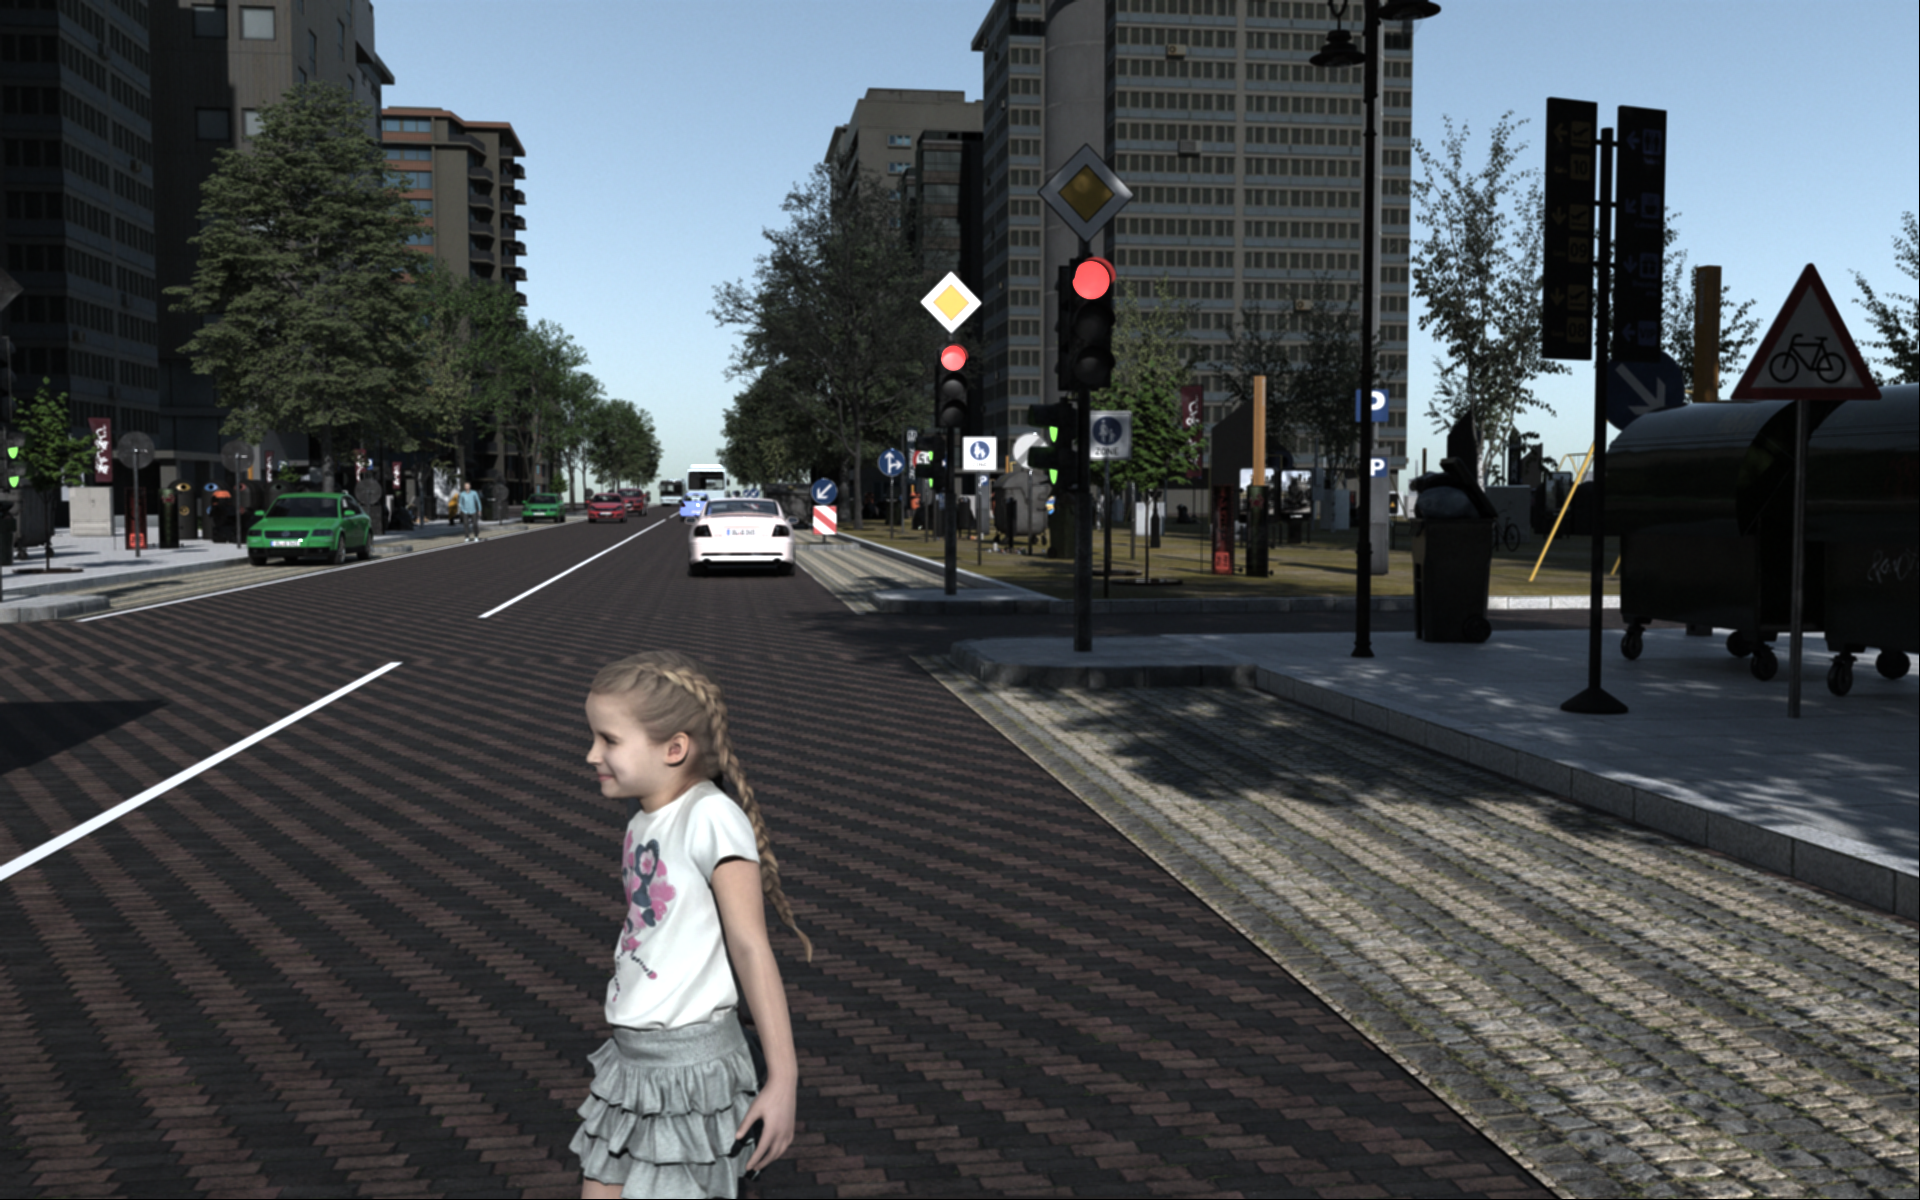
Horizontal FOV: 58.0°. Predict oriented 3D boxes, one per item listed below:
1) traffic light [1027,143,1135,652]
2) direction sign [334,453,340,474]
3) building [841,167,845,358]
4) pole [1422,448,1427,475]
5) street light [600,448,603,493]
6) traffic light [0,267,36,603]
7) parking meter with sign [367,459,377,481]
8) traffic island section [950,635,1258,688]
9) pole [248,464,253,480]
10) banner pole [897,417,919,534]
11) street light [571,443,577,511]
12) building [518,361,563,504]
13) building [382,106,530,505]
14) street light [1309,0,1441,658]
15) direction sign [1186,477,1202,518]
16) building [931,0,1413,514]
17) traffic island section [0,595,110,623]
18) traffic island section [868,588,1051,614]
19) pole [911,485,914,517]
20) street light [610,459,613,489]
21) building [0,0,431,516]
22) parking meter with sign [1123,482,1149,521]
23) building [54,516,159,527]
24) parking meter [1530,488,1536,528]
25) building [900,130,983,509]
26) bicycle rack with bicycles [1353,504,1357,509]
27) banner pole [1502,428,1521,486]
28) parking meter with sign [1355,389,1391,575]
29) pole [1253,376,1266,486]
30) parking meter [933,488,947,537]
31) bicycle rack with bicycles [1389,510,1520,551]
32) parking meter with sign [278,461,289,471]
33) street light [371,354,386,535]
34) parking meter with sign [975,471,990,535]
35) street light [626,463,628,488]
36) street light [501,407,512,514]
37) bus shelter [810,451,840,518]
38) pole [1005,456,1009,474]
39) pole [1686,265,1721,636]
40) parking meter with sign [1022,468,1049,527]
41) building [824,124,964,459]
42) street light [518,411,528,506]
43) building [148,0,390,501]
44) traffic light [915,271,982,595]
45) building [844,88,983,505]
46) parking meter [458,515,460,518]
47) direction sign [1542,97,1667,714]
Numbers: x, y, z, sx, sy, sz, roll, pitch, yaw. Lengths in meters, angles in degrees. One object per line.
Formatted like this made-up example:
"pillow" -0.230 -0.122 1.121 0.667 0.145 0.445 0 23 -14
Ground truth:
"traffic light" 0.988 -1.538 14.061 0.839 4.253 0.868 0 4 -8
"direction sign" -32.166 -5.961 89.456 0.379 3.537 0.876 0 4 -3
"building" -7.771 -34.997 222.316 14.600 45.320 14.200 0 4 -8
"pole" 20.676 -5.096 77.159 0.158 3.312 0.155 0 3 0
"street light" -34.042 -11.733 164.620 0.468 5.910 1.993 0 4 -8
"traffic light" -11.384 -1.923 20.356 0.839 4.253 0.868 0 4 -8
"parking meter with sign" -28.703 -5.390 84.389 0.543 3.016 1.738 -2 4 -29
"traffic island section" 1.029 0.495 14.181 2.009 0.180 2.903 0 4 -8
"pole" -32.329 -5.206 78.958 0.158 3.312 0.155 0 3 0
"banner pole" -1.681 -4.059 56.383 0.863 3.779 0.401 -3 5 -39
"street light" -29.191 -9.668 130.856 0.468 5.910 1.993 0 4 -8
"building" -67.665 -23.399 227.608 27.650 21.520 28.899 0 4 -8
"building" -61.666 -33.273 198.630 22.147 44.769 28.867 0 4 -8
"street light" 3.179 -2.490 13.496 0.468 5.910 1.993 0 4 -8
"direction sign" 12.825 -6.289 94.827 0.876 3.537 0.379 1 4 14
"building" 14.692 -26.385 123.271 32.217 40.220 23.993 0 4 -8
"traffic island section" -11.425 0.110 20.485 2.009 0.180 2.903 0 4 -8
"traffic island section" -0.097 0.012 22.087 2.009 0.180 2.903 0 4 -8
"pole" -2.664 -6.313 97.066 0.158 3.312 0.155 0 3 0
"street light" -36.017 -12.595 178.719 0.468 5.910 1.993 0 4 -8
"building" -57.267 -26.843 130.761 32.217 40.220 23.993 0 4 -8
"parking meter with sign" 8.224 -5.273 82.476 1.738 3.016 0.543 -1 4 -23
"building" -47.800 -23.162 70.578 32.217 40.220 23.993 0 4 -8
"parking meter" 21.793 -3.499 65.624 0.372 1.533 0.369 0 3 0
"building" 3.110 -22.622 141.565 14.160 30.474 14.107 0 4 -8
"bicycle rack with bicycles" 16.837 -3.591 72.088 2.925 0.926 2.852 0 4 1
"banner pole" 20.734 -4.606 65.326 0.863 3.779 0.401 1 4 14
"parking meter with sign" 6.703 -1.944 28.046 0.543 3.016 1.738 1 4 10
"pole" 5.172 -2.209 29.962 0.158 3.312 0.155 0 3 0
"parking meter" -0.625 -2.627 51.366 0.372 1.533 0.369 0 3 0
"bicycle rack with bicycles" 11.188 -1.612 39.741 2.852 0.926 2.925 0 4 -5
"parking meter with sign" -35.594 -5.855 91.989 0.543 3.016 1.738 0 4 -1
"street light" -18.283 -5.008 54.673 0.468 5.910 1.993 0 4 -8
"parking meter with sign" 0.685 -3.569 54.621 0.543 3.016 1.738 0 4 -3
"street light" -40.963 -14.703 213.184 0.468 5.910 1.993 0 4 -8
"street light" -23.303 -7.109 89.026 0.468 5.910 1.993 0 4 -8
"bus shelter" -7.138 -6.058 90.331 1.731 3.624 6.357 -1 4 -8
"pole" 2.499 -6.015 92.183 0.158 3.312 0.155 0 3 0
"pole" 6.706 -1.331 15.612 0.158 3.312 0.155 0 3 0
"parking meter with sign" 3.022 -4.293 66.458 1.738 3.016 0.543 -3 4 -38
"building" -3.871 -40.047 244.007 28.713 52.752 27.495 0 4 -8
"street light" -24.258 -7.558 96.362 0.468 5.910 1.993 0 4 -8
"building" -50.970 -31.474 103.844 28.713 52.752 27.495 0 4 -8
"traffic light" -0.138 -2.021 21.967 0.839 4.253 0.868 0 4 -8
"building" -2.191 -35.551 204.963 21.300 48.544 21.600 0 4 -8
"parking meter" -27.303 -5.223 93.812 0.372 1.533 0.369 0 3 0
"direction sign" 3.759 -1.111 10.158 0.876 3.537 0.379 -2 4 -23
